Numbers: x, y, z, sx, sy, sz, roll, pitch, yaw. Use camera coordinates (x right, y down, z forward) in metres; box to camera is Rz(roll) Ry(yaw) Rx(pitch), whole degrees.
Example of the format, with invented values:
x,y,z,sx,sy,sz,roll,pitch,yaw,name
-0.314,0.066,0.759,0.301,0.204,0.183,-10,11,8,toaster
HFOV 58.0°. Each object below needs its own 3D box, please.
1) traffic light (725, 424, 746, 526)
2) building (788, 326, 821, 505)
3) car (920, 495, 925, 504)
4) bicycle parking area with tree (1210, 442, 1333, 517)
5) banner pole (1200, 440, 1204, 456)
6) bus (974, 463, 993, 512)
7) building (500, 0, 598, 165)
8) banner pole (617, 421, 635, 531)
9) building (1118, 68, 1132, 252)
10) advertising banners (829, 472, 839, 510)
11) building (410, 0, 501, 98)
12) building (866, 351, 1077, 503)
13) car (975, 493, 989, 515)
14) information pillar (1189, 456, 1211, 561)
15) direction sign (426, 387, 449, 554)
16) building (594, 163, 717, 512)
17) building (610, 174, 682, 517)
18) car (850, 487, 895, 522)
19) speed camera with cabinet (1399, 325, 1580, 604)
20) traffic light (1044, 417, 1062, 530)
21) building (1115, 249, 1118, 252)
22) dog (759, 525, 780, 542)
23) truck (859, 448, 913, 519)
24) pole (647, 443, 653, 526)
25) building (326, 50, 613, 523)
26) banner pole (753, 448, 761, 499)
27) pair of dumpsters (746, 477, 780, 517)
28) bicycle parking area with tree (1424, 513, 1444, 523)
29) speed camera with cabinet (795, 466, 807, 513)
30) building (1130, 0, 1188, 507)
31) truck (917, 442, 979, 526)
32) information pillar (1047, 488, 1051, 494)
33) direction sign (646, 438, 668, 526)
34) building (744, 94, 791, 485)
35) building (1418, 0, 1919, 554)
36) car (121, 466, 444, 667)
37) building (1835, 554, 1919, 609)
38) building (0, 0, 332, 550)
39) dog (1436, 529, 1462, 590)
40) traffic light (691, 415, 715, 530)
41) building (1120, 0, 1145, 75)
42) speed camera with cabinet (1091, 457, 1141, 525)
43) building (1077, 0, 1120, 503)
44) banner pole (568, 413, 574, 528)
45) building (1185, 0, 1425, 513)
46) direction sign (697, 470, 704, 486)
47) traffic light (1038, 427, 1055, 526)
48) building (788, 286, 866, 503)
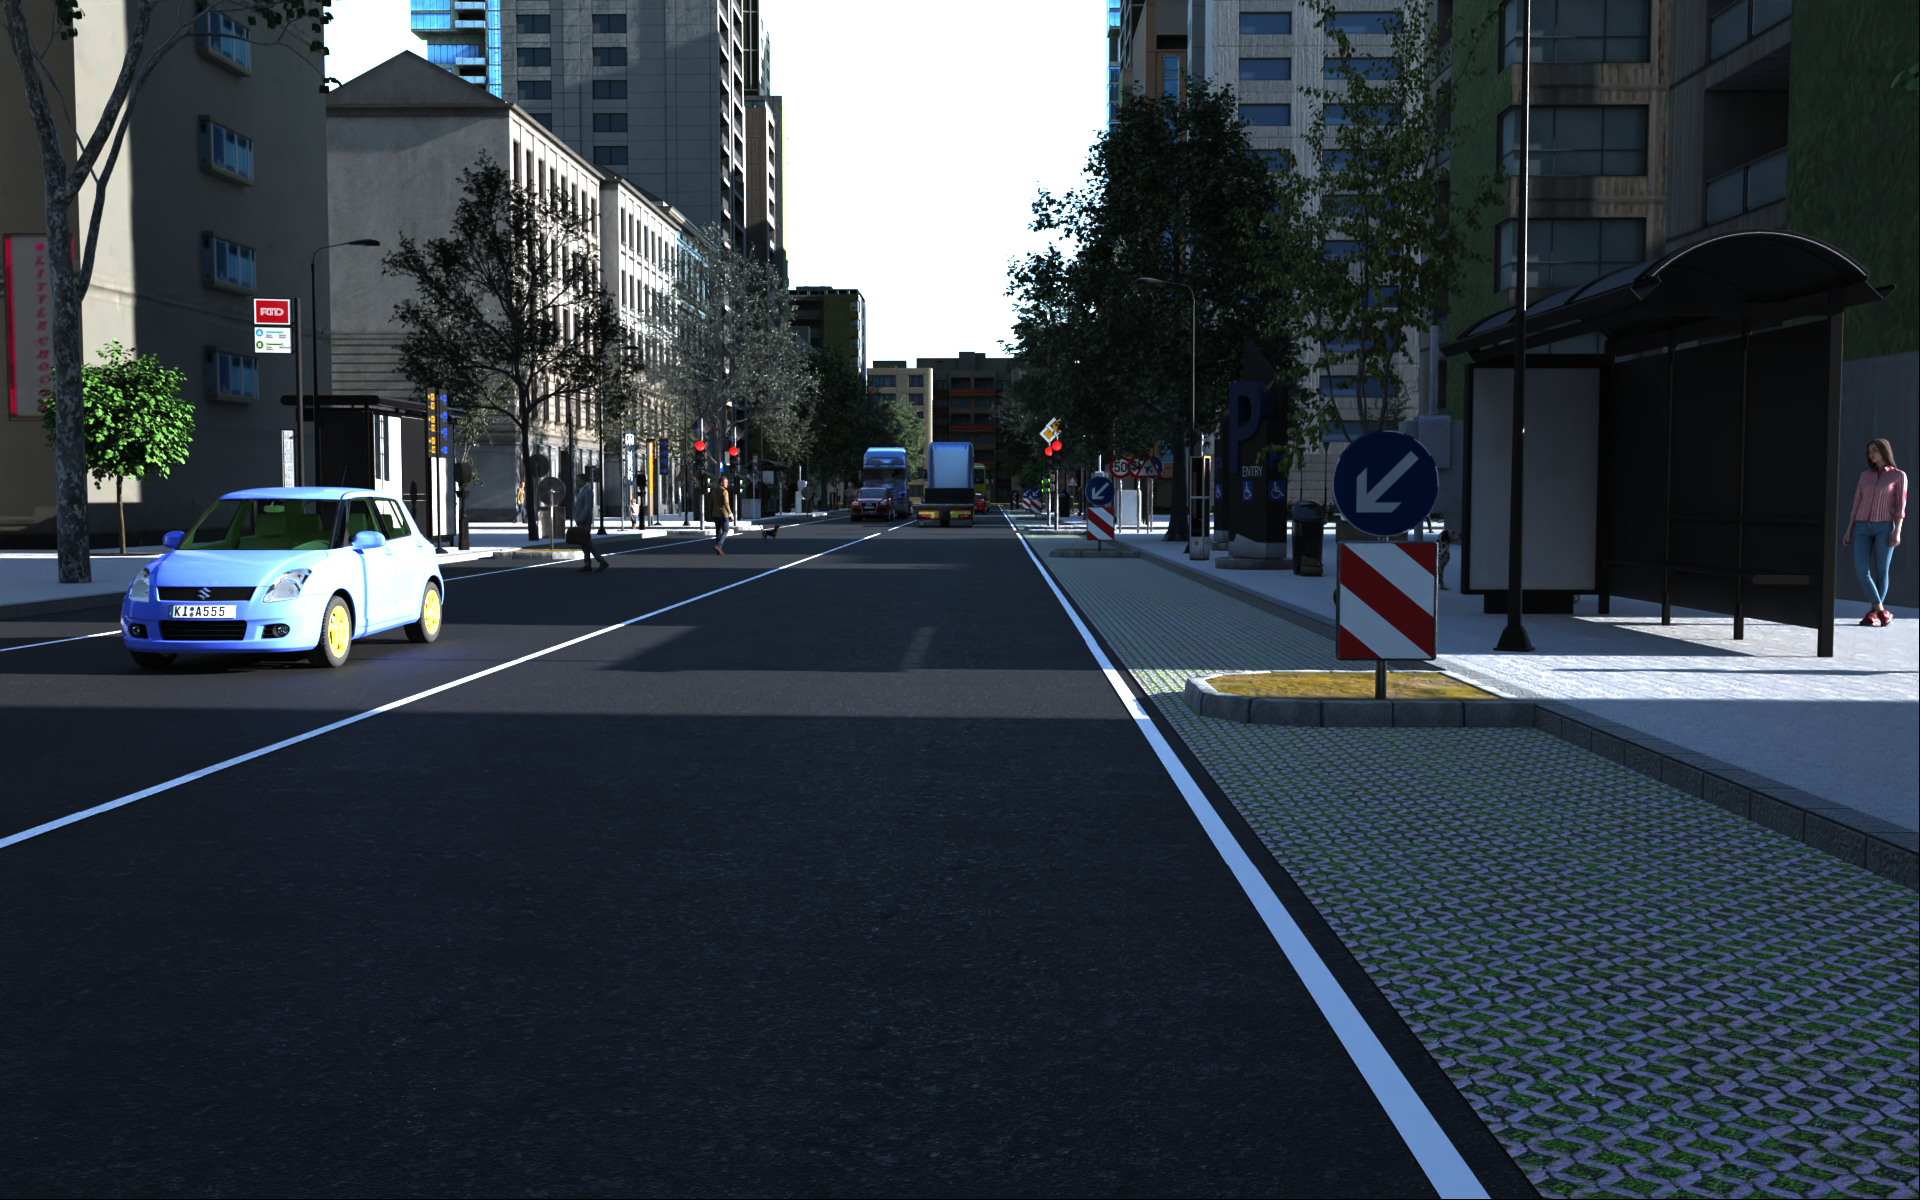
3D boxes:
x,y,z,sx,sy,sz,roll,pitch,yaw,name
-9.019,-4.931,69.544,0.839,4.253,0.868,0,4,1,traffic light
-31.836,-21.743,200.538,28.899,21.520,27.650,0,4,1,building
-3.463,-11.443,198.890,2.131,1.459,4.920,0,4,1,car
17.814,-6.609,95.052,8.231,4.147,9.016,-1,4,-8,bicycle parking area with tree
8.422,-4.300,60.329,0.401,3.779,0.863,1,4,15,banner pole
1.037,-8.993,138.574,2.896,3.916,12.252,0,4,3,bus
-27.931,-43.813,154.596,20.563,71.187,20.611,0,4,1,building
-11.511,-4.271,59.843,0.401,3.779,0.863,2,4,35,banner pole
22.332,-29.735,169.763,14.154,41.232,14.086,0,4,1,building
-9.922,-8.580,136.478,0.090,3.025,2.074,-2,4,-25,advertising banners
-64.029,-57.086,246.028,31.000,86.520,22.319,0,4,1,building
1.891,-24.825,250.926,28.899,21.520,27.650,0,4,1,building
0.959,-6.929,122.327,2.155,1.783,4.494,0,4,2,car
4.648,-1.777,33.550,0.304,2.012,0.304,2,4,32,information pillar
-11.222,-2.767,37.235,0.379,3.537,0.876,1,4,11,direction sign
-24.169,-18.039,123.814,11.050,23.489,19.941,0,4,1,building
-23.167,-15.607,104.325,9.793,20.994,18.267,0,4,1,building
-4.592,-5.075,91.655,2.281,1.827,5.304,0,4,2,car
6.269,-1.602,20.525,2.038,3.252,0.660,0,4,6,speed camera with cabinet
3.397,-4.430,61.351,0.839,4.253,0.868,0,4,1,traffic light
23.143,-26.512,205.179,14.160,30.474,14.107,0,4,1,building
-5.700,-1.992,51.849,0.540,0.507,0.406,-2,4,-26,dog
-4.301,-7.116,106.109,2.967,4.110,18.799,0,4,0,truck
-12.350,-4.597,69.007,0.158,3.312,0.155,0,3,0,pole
-24.402,-14.493,86.112,9.793,20.994,18.267,0,4,1,building
-11.066,-6.391,94.513,0.401,3.779,0.863,-3,5,-44,banner pole
-11.135,-5.796,97.255,1.574,2.255,4.437,0,4,1,pair of dumpsters
24.643,-5.614,78.786,9.016,4.147,8.231,1,4,15,bicycle parking area with tree
-10.785,-7.553,117.824,0.660,3.252,2.038,0,4,2,speed camera with cabinet
22.821,-30.885,155.086,14.600,45.320,14.200,0,4,1,building
-0.548,-5.771,84.111,2.967,4.110,18.799,0,4,1,truck
6.366,-7.257,123.143,0.304,2.012,0.304,3,4,38,information pillar
-12.341,-4.809,70.632,0.876,3.537,0.379,-1,4,-8,direction sign
-24.824,-29.919,172.773,14.154,41.232,14.086,0,4,1,building
19.580,-22.116,45.198,14.154,41.232,14.086,0,4,1,building
-5.944,-0.358,15.445,1.945,1.707,3.694,0,4,1,car
17.808,-20.770,23.182,14.154,41.232,14.086,0,4,1,building
-30.495,-25.644,42.978,21.600,48.544,21.300,0,4,1,building
6.287,-0.548,23.346,0.513,0.831,0.800,-2,4,-32,dog
-9.163,-4.443,61.561,0.839,4.253,0.868,0,4,1,traffic light
25.846,-45.740,186.104,20.563,71.187,20.611,0,4,1,building
6.398,-4.689,71.006,2.038,3.252,0.660,0,4,4,speed camera with cabinet
32.246,-57.004,244.683,31.000,86.520,22.319,0,4,1,building
-11.881,-3.853,53.013,0.401,3.779,0.863,-1,4,-21,banner pole
27.511,-35.903,129.021,21.231,58.520,28.212,0,4,1,building
-13.140,-5.846,87.579,0.379,3.537,0.876,-2,4,-30,direction sign
3.541,-4.918,69.335,0.839,4.253,0.868,0,4,1,traffic light
-20.544,-28.874,243.792,14.107,30.474,14.160,0,4,1,building
